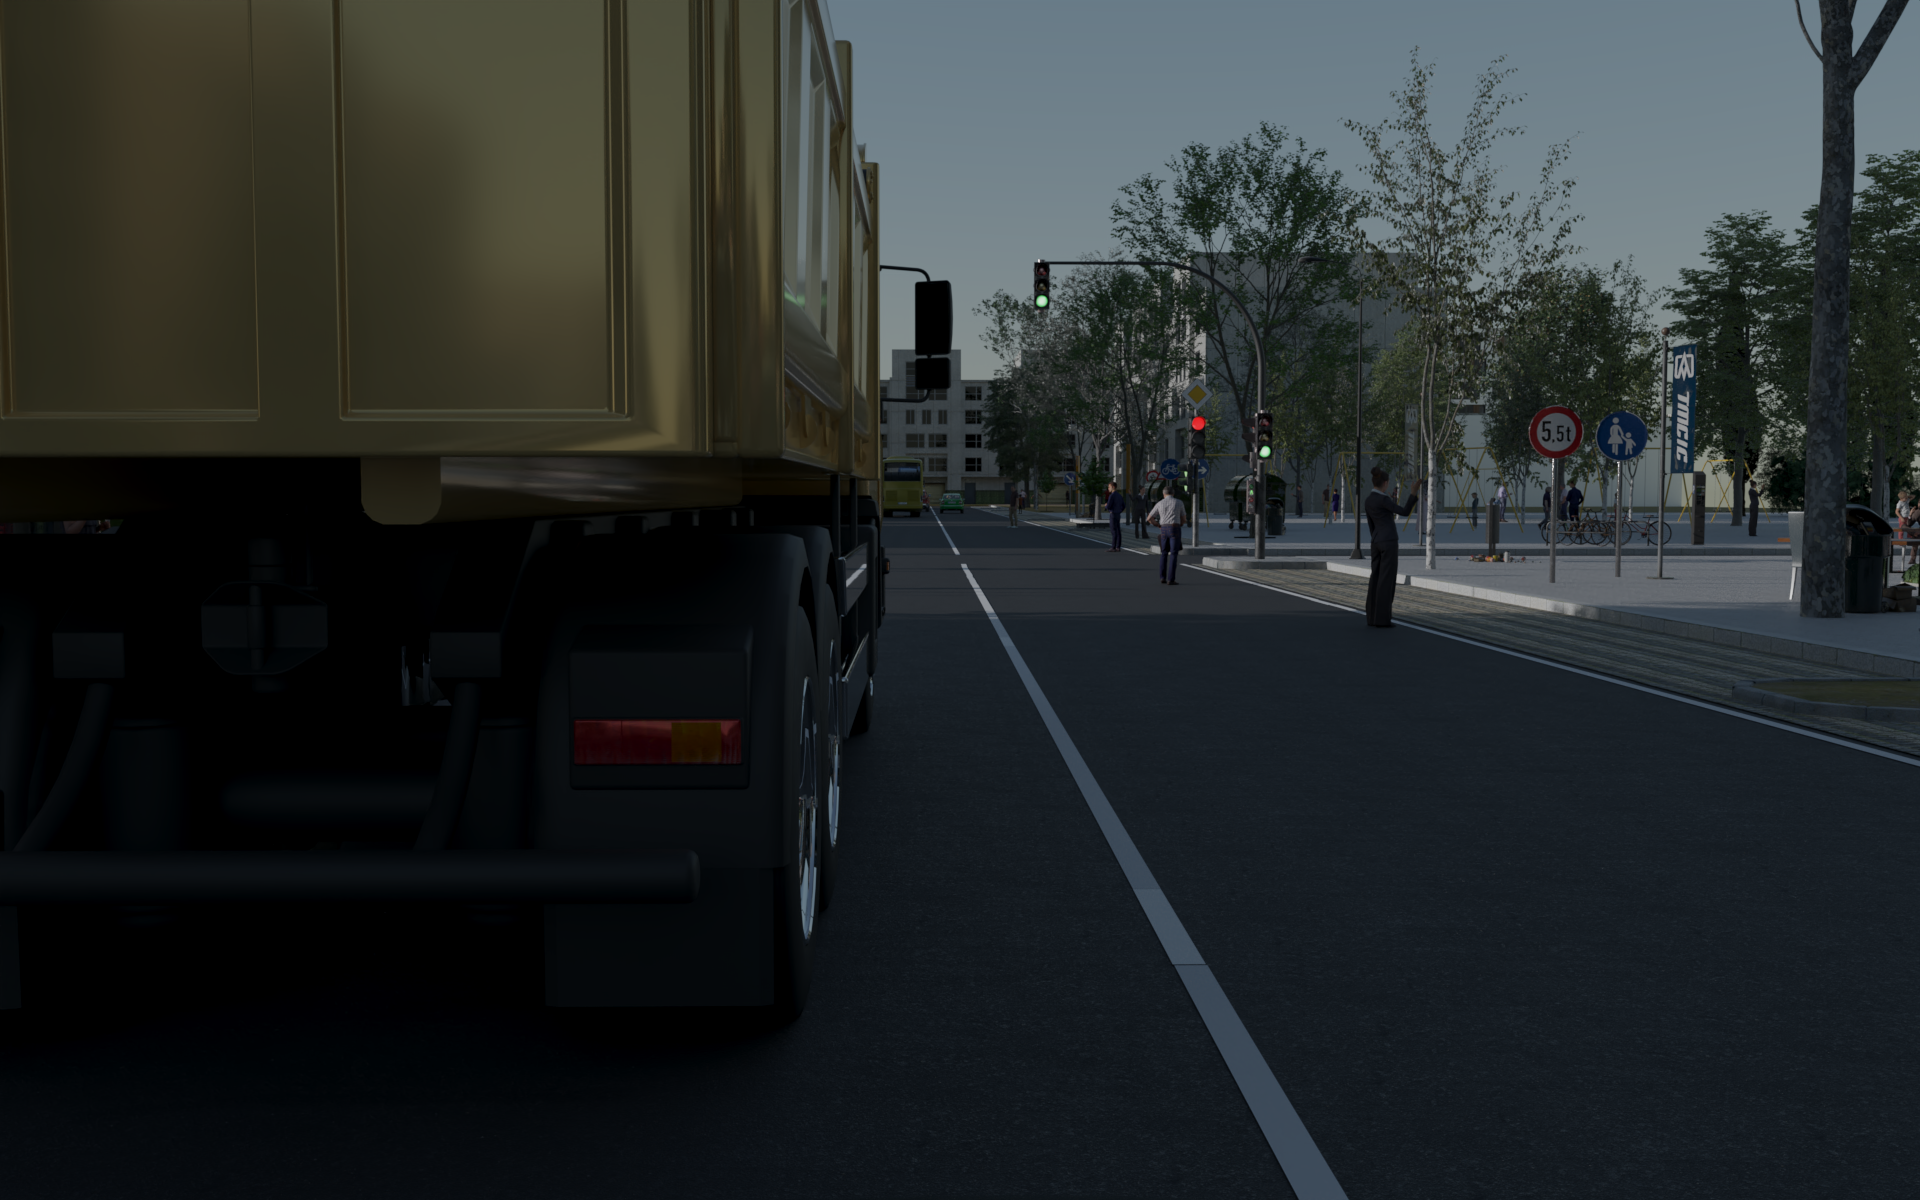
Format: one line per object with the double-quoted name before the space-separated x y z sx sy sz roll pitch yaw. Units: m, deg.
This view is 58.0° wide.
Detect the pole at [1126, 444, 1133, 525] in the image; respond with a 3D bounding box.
"pole" 6.873 -4.702 70.728 0.158 3.312 0.155 0 3 0

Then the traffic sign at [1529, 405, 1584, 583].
"traffic sign" 8.562 -1.520 24.957 0.768 2.556 0.104 0 4 4

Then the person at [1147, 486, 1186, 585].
"person" 3.284 -1.028 27.512 0.614 1.554 0.590 1 4 16

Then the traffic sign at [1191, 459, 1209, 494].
"traffic sign" 8.269 -3.675 60.194 0.768 2.556 0.104 0 4 6

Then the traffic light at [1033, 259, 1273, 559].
"traffic light" 3.792 -3.619 33.841 4.771 5.953 1.251 0 4 -1

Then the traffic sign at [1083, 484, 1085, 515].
"traffic sign" 7.404 -6.311 103.293 0.768 2.556 0.104 0 4 5

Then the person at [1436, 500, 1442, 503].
"person" 20.002 -4.021 73.742 0.963 1.587 0.435 3 5 43

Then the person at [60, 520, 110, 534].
"person" -7.437 -0.293 14.763 0.593 1.643 0.415 2 4 31

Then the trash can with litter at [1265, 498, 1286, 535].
"trash can with litter" 9.796 -2.600 53.890 0.624 1.170 1.055 1 4 21

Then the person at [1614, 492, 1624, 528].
"person" 24.779 -3.376 65.150 0.340 1.345 0.435 2 4 26

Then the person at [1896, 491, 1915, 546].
"person" 23.286 -1.997 42.598 0.435 1.345 0.340 -2 4 -30

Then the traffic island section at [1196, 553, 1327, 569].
"traffic island section" 5.921 -0.725 34.141 2.009 0.180 2.903 0 4 -1

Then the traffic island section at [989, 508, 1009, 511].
"traffic island section" 3.589 -7.441 144.519 1.991 0.108 1.994 0 4 -1

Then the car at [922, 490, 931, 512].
"car" -3.495 -8.082 140.809 2.281 1.827 5.304 0 4 0

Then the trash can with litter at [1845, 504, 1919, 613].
"trash can with litter" 9.931 -0.457 18.863 1.055 1.170 0.624 -2 4 -24

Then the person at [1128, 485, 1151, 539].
"person" 5.692 -2.798 55.052 0.742 1.727 0.445 -3 5 -42

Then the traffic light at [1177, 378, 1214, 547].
"traffic light" 5.712 -3.247 42.009 0.839 4.253 0.868 0 4 -1

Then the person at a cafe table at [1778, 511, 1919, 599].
"person at a cafe table" 10.896 -0.638 21.287 1.726 1.238 1.698 -2 4 -29

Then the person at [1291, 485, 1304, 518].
"person" 18.442 -5.396 94.793 0.750 1.759 0.617 1 4 11

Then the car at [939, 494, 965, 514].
"car" -0.606 -7.332 128.670 1.959 1.807 4.718 0 4 0

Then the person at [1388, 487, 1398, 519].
"person" 22.334 -4.992 89.136 0.593 1.643 0.415 0 4 2

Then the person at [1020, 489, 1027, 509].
"person" 5.297 -8.571 147.120 0.756 1.711 0.436 -2 4 -28

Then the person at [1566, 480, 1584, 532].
"person" 20.112 -3.066 56.869 0.576 1.737 0.504 -2 4 -35

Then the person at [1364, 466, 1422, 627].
"person" 4.663 -0.569 18.598 0.742 1.727 0.445 3 5 40

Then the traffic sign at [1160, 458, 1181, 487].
"traffic sign" 7.527 -3.784 61.971 0.768 2.556 0.104 0 4 2

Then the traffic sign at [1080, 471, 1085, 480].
"traffic sign" 6.916 -5.957 97.134 0.795 2.593 0.064 0 4 4

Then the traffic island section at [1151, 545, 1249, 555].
"traffic island section" 5.753 -1.214 42.124 2.009 0.180 2.903 0 4 -1

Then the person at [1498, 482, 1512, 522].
"person" 24.811 -4.455 78.744 0.599 1.838 0.709 -1 4 -10

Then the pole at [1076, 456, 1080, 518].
"pole" 6.268 -6.014 92.168 0.158 3.312 0.155 0 3 0

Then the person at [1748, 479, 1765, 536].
"person" 24.190 -2.794 52.530 0.445 1.727 0.742 -1 4 -23

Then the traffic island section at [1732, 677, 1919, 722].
"traffic island section" 6.398 0.680 11.743 1.991 0.108 1.994 0 4 -1

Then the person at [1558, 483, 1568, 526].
"person" 24.380 -3.857 70.042 0.436 1.711 0.756 2 4 32

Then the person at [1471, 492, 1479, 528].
"person" 19.218 -3.352 64.763 0.340 1.345 0.435 0 4 4

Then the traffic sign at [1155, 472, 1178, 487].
"traffic sign" 7.725 -3.955 64.674 0.884 2.594 0.081 0 4 2

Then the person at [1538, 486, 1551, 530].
"person" 20.866 -3.268 61.683 0.569 1.553 0.471 -3 5 -40

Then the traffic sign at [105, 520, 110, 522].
"traffic sign" -13.166 -1.968 26.058 2.265 3.308 0.079 0 4 1

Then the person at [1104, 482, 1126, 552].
"person" 3.795 -2.070 43.047 0.504 1.737 0.576 2 4 25

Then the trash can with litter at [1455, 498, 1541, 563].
"trash can with litter" 10.390 -1.358 33.255 1.678 1.210 2.233 2 4 25

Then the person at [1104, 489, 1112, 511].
"person" 11.069 -7.605 130.318 1.348 1.831 0.705 -1 4 -16

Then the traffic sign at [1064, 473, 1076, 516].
"traffic sign" 6.555 -6.305 103.187 0.768 2.556 0.104 0 4 2

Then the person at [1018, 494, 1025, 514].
"person" 4.273 -6.826 123.369 1.065 1.426 0.557 -3 5 -42

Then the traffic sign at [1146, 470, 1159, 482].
"traffic sign" 10.357 -5.681 92.983 0.768 2.556 0.104 0 4 7

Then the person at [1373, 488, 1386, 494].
"person" 14.730 -3.333 60.664 0.434 1.807 0.598 -2 4 -34

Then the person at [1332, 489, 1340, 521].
"person" 17.778 -4.518 82.282 0.453 1.535 0.546 -2 4 -25

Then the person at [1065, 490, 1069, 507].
"person" 10.375 -9.685 165.857 0.593 1.643 0.415 -2 4 -34

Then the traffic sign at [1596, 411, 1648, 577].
"traffic sign" 10.177 -1.627 26.715 0.768 2.556 0.104 1 4 8

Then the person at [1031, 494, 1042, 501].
"person" 8.698 -11.457 195.786 1.348 1.831 0.705 0 4 -3

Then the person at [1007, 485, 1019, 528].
"person" 2.244 -3.967 73.481 0.434 1.807 0.598 -1 4 -15

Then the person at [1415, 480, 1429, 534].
"person" 14.776 -2.951 54.968 0.621 1.740 0.551 1 4 14

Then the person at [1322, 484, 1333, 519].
"person" 19.270 -5.172 90.741 0.598 1.807 0.434 0 4 -2
